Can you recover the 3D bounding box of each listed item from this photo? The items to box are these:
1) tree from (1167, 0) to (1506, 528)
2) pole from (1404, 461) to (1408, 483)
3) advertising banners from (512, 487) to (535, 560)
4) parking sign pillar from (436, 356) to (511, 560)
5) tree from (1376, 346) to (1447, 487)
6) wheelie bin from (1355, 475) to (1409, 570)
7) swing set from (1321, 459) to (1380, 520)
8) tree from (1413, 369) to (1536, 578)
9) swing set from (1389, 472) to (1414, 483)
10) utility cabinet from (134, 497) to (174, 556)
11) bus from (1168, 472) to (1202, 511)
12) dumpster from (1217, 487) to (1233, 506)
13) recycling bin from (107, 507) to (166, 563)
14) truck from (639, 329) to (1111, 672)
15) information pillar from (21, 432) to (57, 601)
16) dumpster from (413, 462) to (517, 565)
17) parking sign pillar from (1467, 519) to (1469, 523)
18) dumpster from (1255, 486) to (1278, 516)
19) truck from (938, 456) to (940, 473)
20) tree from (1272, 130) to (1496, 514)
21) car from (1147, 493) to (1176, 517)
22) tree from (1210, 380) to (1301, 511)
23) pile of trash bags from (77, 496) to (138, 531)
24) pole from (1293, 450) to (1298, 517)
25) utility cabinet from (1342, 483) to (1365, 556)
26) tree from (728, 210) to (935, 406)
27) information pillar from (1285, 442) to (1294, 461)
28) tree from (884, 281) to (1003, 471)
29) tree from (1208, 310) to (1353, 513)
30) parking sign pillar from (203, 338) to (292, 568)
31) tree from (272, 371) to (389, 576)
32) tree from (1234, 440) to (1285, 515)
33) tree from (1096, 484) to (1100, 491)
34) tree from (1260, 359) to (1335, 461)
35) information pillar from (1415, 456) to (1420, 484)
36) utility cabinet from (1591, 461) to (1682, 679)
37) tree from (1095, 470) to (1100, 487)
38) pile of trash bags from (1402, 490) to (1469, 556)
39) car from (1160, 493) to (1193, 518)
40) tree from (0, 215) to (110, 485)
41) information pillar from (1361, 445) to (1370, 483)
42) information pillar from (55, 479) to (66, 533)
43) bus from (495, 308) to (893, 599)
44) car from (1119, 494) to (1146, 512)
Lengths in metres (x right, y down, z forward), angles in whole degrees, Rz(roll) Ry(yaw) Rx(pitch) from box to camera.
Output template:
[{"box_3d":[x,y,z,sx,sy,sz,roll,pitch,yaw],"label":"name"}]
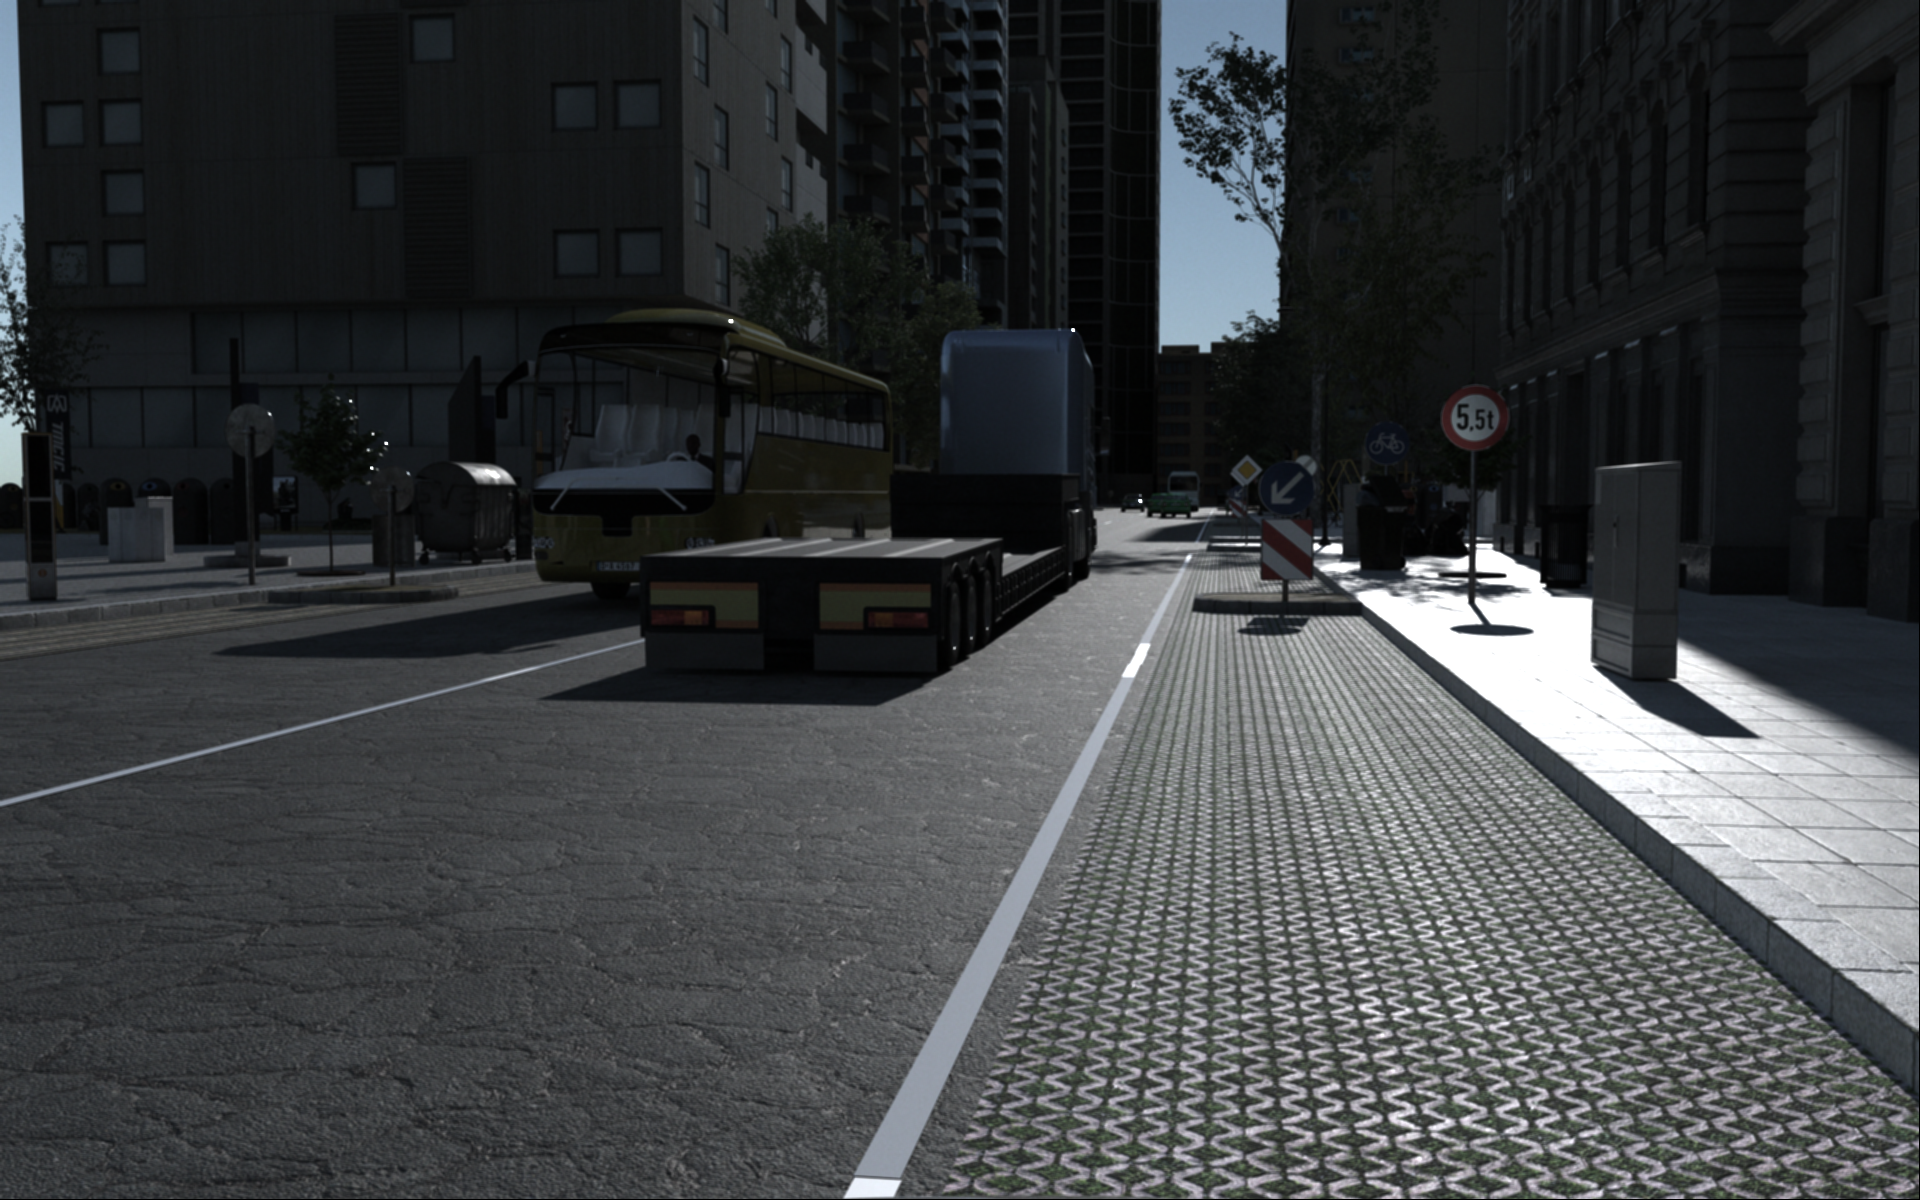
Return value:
[{"box_3d":[14.417,-12.684,63.278,12.611,20.169,13.585,0,3,0],"label":"tree"},{"box_3d":[27.321,-6.873,106.217,0.158,3.312,0.155,0,3,0],"label":"pole"},{"box_3d":[-8.244,-2.345,34.535,0.090,3.025,2.074,2,4,25],"label":"advertising banners"},{"box_3d":[-9.699,-2.810,34.412,1.447,3.967,1.447,-3,5,-39],"label":"parking sign pillar"},{"box_3d":[22.385,-8.243,85.133,4.360,8.622,3.978,0,3,0],"label":"tree"},{"box_3d":[7.130,-1.317,29.436,0.980,1.594,0.693,-2,4,-35],"label":"wheelie bin"},{"box_3d":[17.601,-5.014,79.594,2.862,2.851,3.119,0,4,3],"label":"swing set"},{"box_3d":[7.965,-1.978,26.944,1.663,3.219,1.824,0,3,0],"label":"tree"},{"box_3d":[30.832,-7.672,123.050,3.119,2.851,2.862,1,4,10],"label":"swing set"},{"box_3d":[-16.660,-1.507,35.803,0.306,1.237,1.020,0,4,3],"label":"utility cabinet"},{"box_3d":[19.229,-9.396,148.492,2.948,3.499,13.247,0,4,8],"label":"bus"},{"box_3d":[30.532,-11.897,199.460,1.985,2.255,1.502,0,4,7],"label":"dumpster"},{"box_3d":[-15.520,-1.229,32.653,0.722,1.027,0.722,1,4,20],"label":"recycling bin"},{"box_3d":[0.006,-2.014,22.692,2.967,4.110,18.799,1,4,8],"label":"truck"},{"box_3d":[-11.089,-1.001,20.862,0.304,2.012,0.304,-2,4,-33],"label":"information pillar"},{"box_3d":[-9.101,-1.598,31.881,1.264,1.857,1.865,1,4,8],"label":"dumpster"},{"box_3d":[22.987,-5.354,76.004,1.447,3.967,1.447,-2,4,-30],"label":"parking sign pillar"},{"box_3d":[18.191,-6.096,102.170,1.502,2.255,1.985,1,4,9],"label":"dumpster"},{"box_3d":[1.212,-4.501,62.509,2.839,4.237,11.283,0,4,7],"label":"truck"},{"box_3d":[8.458,-5.144,34.466,4.737,8.622,4.395,0,3,0],"label":"tree"},{"box_3d":[12.797,-6.174,109.738,1.959,1.807,4.718,0,4,8],"label":"car"},{"box_3d":[22.801,-11.980,130.291,8.767,10.594,7.601,1,4,18],"label":"tree"},{"box_3d":[-29.193,-3.106,60.531,3.447,1.369,1.912,2,4,33],"label":"pile of trash bags"},{"box_3d":[15.450,-5.259,79.829,0.158,3.312,0.155,0,3,0],"label":"pole"},{"box_3d":[8.119,-1.649,35.648,0.318,1.500,1.173,1,4,22],"label":"utility cabinet"},{"box_3d":[-4.999,-8.360,62.435,9.928,11.665,9.643,0,3,0],"label":"tree"},{"box_3d":[14.846,-5.311,78.196,0.183,3.616,0.504,-2,4,-30],"label":"information pillar"},{"box_3d":[-0.699,-10.678,92.715,7.486,12.596,7.792,0,3,0],"label":"tree"},{"box_3d":[21.910,-13.044,119.917,9.857,13.997,8.962,0,3,0],"label":"tree"},{"box_3d":[-12.656,-2.581,30.664,1.447,3.967,1.447,-1,4,-22],"label":"parking sign pillar"},{"box_3d":[-9.830,-2.004,27.369,1.663,3.219,1.824,0,3,0],"label":"tree"},{"box_3d":[19.113,-7.444,105.423,4.285,4.588,4.351,0,3,0],"label":"tree"},{"box_3d":[13.705,-11.517,182.905,1.663,3.219,1.824,0,3,0],"label":"tree"},{"box_3d":[18.320,-8.877,95.495,4.360,8.622,3.978,0,3,0],"label":"tree"},{"box_3d":[26.503,-6.666,100.343,0.183,3.616,0.504,-1,4,-10],"label":"information pillar"},{"box_3d":[4.800,-0.225,12.364,0.318,1.500,1.173,0,4,7],"label":"utility cabinet"},{"box_3d":[13.466,-12.467,187.553,4.285,4.588,4.351,0,3,0],"label":"tree"},{"box_3d":[9.854,-1.701,37.572,1.912,1.369,3.447,0,4,6],"label":"pile of trash bags"},{"box_3d":[13.034,-5.849,104.421,1.959,1.807,4.718,0,4,8],"label":"car"},{"box_3d":[-24.201,-5.799,45.170,4.360,8.622,3.978,0,3,0],"label":"tree"},{"box_3d":[19.224,-5.557,82.210,0.504,3.616,0.183,-2,4,-28],"label":"information pillar"},{"box_3d":[-29.530,-3.999,56.740,0.183,3.616,0.504,-3,5,-44],"label":"information pillar"},{"box_3d":[-3.339,-2.151,26.717,2.896,3.916,12.252,0,4,8],"label":"bus"},{"box_3d":[13.947,-7.819,139.642,2.131,1.459,4.920,0,4,7],"label":"car"}]
